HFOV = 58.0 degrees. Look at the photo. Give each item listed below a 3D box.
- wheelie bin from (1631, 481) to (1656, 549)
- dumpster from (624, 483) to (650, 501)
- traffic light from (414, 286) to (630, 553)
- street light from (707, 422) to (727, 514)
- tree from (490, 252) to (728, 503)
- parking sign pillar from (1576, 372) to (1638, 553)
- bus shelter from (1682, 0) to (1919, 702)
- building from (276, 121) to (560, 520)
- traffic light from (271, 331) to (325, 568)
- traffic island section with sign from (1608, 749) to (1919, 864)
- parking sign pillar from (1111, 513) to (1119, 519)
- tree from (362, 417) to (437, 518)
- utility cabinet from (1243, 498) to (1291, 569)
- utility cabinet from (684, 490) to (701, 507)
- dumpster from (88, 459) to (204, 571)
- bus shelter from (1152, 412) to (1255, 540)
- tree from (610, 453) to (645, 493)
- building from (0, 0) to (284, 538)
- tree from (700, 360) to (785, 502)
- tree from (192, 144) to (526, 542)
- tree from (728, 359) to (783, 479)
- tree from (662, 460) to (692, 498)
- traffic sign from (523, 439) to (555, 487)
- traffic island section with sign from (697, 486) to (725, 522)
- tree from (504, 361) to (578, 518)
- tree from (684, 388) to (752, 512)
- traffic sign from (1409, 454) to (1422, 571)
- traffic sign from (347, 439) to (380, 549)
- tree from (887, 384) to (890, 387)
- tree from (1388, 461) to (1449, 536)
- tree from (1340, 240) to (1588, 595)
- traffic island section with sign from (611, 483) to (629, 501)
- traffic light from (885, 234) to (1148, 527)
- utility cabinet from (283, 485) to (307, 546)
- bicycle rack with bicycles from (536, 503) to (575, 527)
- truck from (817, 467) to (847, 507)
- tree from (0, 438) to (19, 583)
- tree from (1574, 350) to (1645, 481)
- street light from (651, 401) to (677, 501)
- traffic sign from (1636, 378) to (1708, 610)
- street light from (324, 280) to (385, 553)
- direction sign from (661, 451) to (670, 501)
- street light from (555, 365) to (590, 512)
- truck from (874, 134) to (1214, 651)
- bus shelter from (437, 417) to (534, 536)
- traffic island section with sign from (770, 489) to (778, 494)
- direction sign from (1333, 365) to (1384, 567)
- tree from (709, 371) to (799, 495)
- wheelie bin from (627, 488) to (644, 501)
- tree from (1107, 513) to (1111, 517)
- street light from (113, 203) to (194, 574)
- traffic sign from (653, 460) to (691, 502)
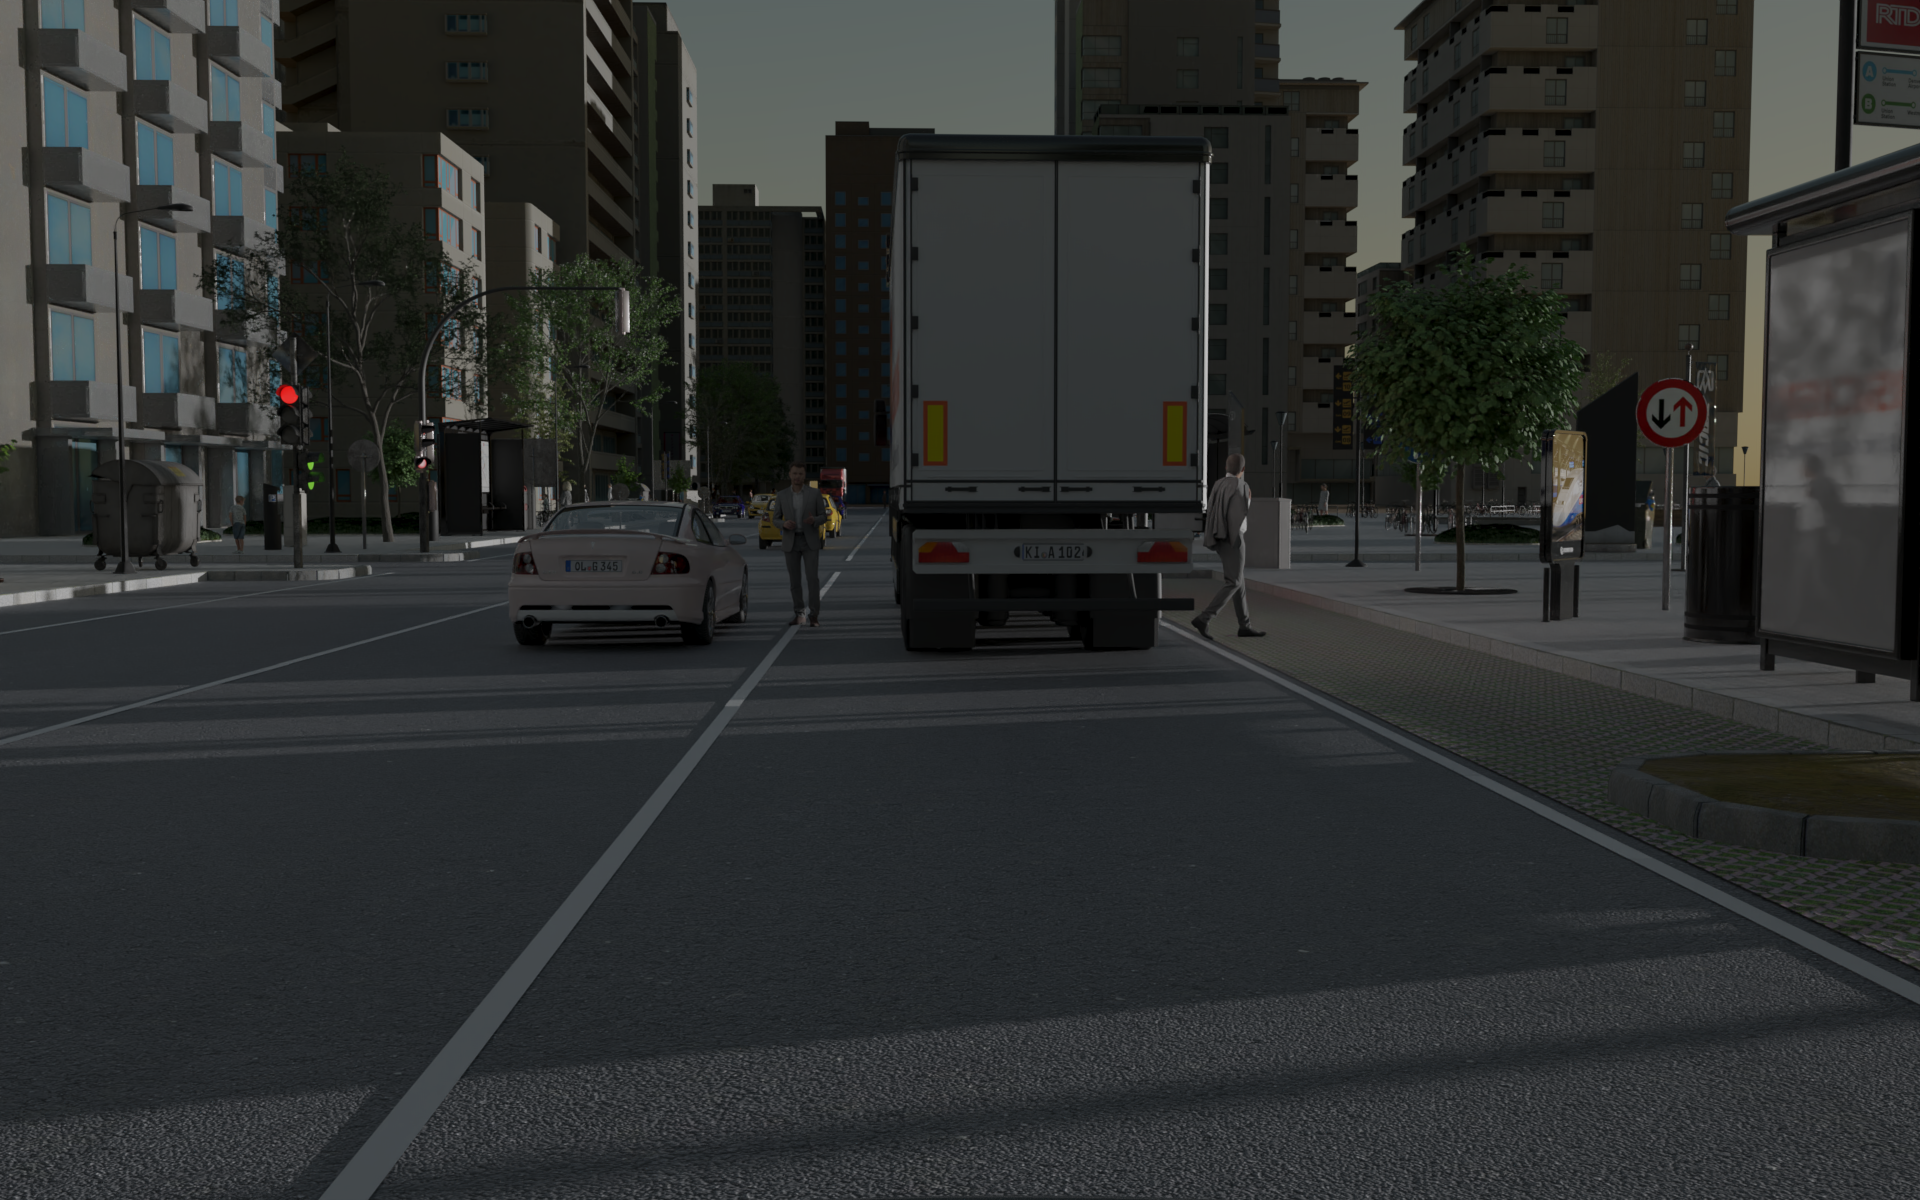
[{"bbox_3d":[15.876,-2.003,40.662,0.980,1.594,0.693,3,5,43],"label":"wheelie bin"},{"bbox_3d":[-16.513,-5.034,88.060,1.264,1.857,1.865,0,4,-2],"label":"dumpster"},{"bbox_3d":[-9.658,-3.876,38.047,4.771,5.953,1.251,0,4,-2],"label":"traffic light"},{"bbox_3d":[-15.683,-8.501,111.532,1.470,5.913,1.316,0,4,-2],"label":"street light"},{"bbox_3d":[-15.877,-9.019,73.217,9.928,11.665,9.643,0,3,0],"label":"tree"},{"bbox_3d":[14.274,-3.054,38.406,1.447,3.967,1.447,0,4,1],"label":"parking sign pillar"},{"bbox_3d":[6.677,-2.044,11.052,2.179,5.291,8.768,0,4,-2],"label":"bus shelter"},{"bbox_3d":[-39.082,-15.411,97.004,27.650,21.520,28.899,0,4,-2],"label":"building"},{"bbox_3d":[-11.471,-2.510,29.960,0.839,4.253,0.868,0,4,-2],"label":"traffic light"},{"bbox_3d":[4.016,0.063,7.599,1.989,1.847,2.006,0,4,-2],"label":"traffic island section with sign"},{"bbox_3d":[5.221,-4.432,60.931,1.447,3.967,1.447,1,4,20],"label":"parking sign pillar"},{"bbox_3d":[-23.908,-5.490,73.472,4.285,4.588,4.351,0,3,0],"label":"tree"},{"bbox_3d":[5.314,-1.163,30.171,0.306,1.237,1.020,-2,4,-32],"label":"utility cabinet"},{"bbox_3d":[-16.195,-5.889,104.960,0.318,1.500,1.173,3,4,39],"label":"utility cabinet"},{"bbox_3d":[-13.926,-1.461,29.653,1.264,1.857,1.865,0,4,-2],"label":"dumpster"},{"bbox_3d":[6.217,-3.166,45.684,2.014,3.302,5.546,0,4,-2],"label":"bus shelter"},{"bbox_3d":[-15.832,-5.306,81.356,1.663,3.219,1.824,0,3,0],"label":"tree"},{"bbox_3d":[-37.651,-26.849,58.584,23.786,49.044,30.456,0,4,-2],"label":"building"},{"bbox_3d":[-18.484,-14.009,147.167,7.486,12.596,7.792,0,3,0],"label":"tree"},{"bbox_3d":[-15.533,-6.840,46.248,7.601,10.594,8.767,3,5,41],"label":"tree"},{"bbox_3d":[-17.433,-12.469,129.626,9.928,11.665,9.643,0,3,0],"label":"tree"},{"bbox_3d":[-16.178,-6.453,100.113,1.663,3.219,1.824,0,3,0],"label":"tree"},{"bbox_3d":[-15.959,-4.258,63.485,2.265,3.308,0.079,0,4,0],"label":"traffic sign"},{"bbox_3d":[-13.231,-4.953,89.613,1.989,1.847,2.006,0,4,-2],"label":"traffic island section with sign"},{"bbox_3d":[-21.600,-8.569,90.473,4.737,8.622,4.395,0,3,0],"label":"tree"},{"bbox_3d":[-16.671,-10.279,118.420,4.360,8.622,3.978,0,3,0],"label":"tree"},{"bbox_3d":[7.643,-1.758,28.850,0.768,2.556,0.104,0,4,6],"label":"traffic sign"},{"bbox_3d":[-13.849,-2.453,40.218,0.768,2.556,0.104,0,4,1],"label":"traffic sign"},{"bbox_3d":[-1.214,-20.323,188.173,12.611,20.169,13.585,0,3,0],"label":"tree"},{"bbox_3d":[14.222,-3.564,52.866,1.663,3.219,1.824,0,3,0],"label":"tree"},{"bbox_3d":[6.598,-2.382,22.662,4.285,4.588,4.351,0,3,0],"label":"tree"},{"bbox_3d":[-12.311,-3.306,62.674,1.989,1.847,2.006,0,4,-2],"label":"traffic island section with sign"},{"bbox_3d":[1.093,-3.400,30.264,4.771,5.953,1.251,0,4,-2],"label":"traffic light"},{"bbox_3d":[-16.312,-2.066,42.464,0.318,1.500,1.173,-1,4,-9],"label":"utility cabinet"},{"bbox_3d":[-15.940,-3.337,67.940,2.852,0.926,2.925,-2,4,-31],"label":"bicycle rack with bicycles"},{"bbox_3d":[-13.247,-11.758,181.160,2.839,4.237,11.283,0,4,-2],"label":"truck"},{"bbox_3d":[-14.373,-1.865,25.086,1.663,3.219,1.824,0,3,0],"label":"tree"},{"bbox_3d":[32.934,-8.391,87.557,4.737,8.622,4.395,0,3,0],"label":"tree"},{"bbox_3d":[-14.846,-6.978,86.628,1.470,5.913,1.316,0,4,-2],"label":"street light"},{"bbox_3d":[7.800,-1.160,19.066,0.768,2.556,0.104,0,4,5],"label":"traffic sign"},{"bbox_3d":[-13.200,-3.990,37.781,1.470,5.913,1.316,0,4,-2],"label":"street light"},{"bbox_3d":[-15.693,-6.140,92.382,0.379,3.537,0.876,-3,5,-40],"label":"direction sign"},{"bbox_3d":[-13.994,-5.494,62.368,1.470,5.913,1.316,0,4,-2],"label":"street light"},{"bbox_3d":[0.467,-1.850,19.155,2.839,4.237,11.283,0,4,-3],"label":"truck"},{"bbox_3d":[-15.246,-3.957,55.985,1.731,3.624,6.357,0,4,-2],"label":"bus shelter"},{"bbox_3d":[-14.956,-8.022,139.784,1.989,1.847,2.006,0,4,-2],"label":"traffic island section with sign"},{"bbox_3d":[6.996,-2.352,30.458,0.876,3.537,0.379,0,4,7],"label":"direction sign"},{"bbox_3d":[-18.842,-14.839,159.621,9.611,12.733,9.660,0,3,0],"label":"tree"},{"bbox_3d":[-15.972,-4.722,85.110,0.980,1.594,0.693,1,4,12],"label":"wheelie bin"},{"bbox_3d":[10.018,-9.792,110.462,4.737,8.622,4.395,0,3,0],"label":"tree"},{"bbox_3d":[-12.941,-3.380,27.804,1.470,5.913,1.316,0,4,-2],"label":"street light"},{"bbox_3d":[-17.293,-6.735,103.989,2.265,3.308,0.079,0,4,1],"label":"traffic sign"}]
